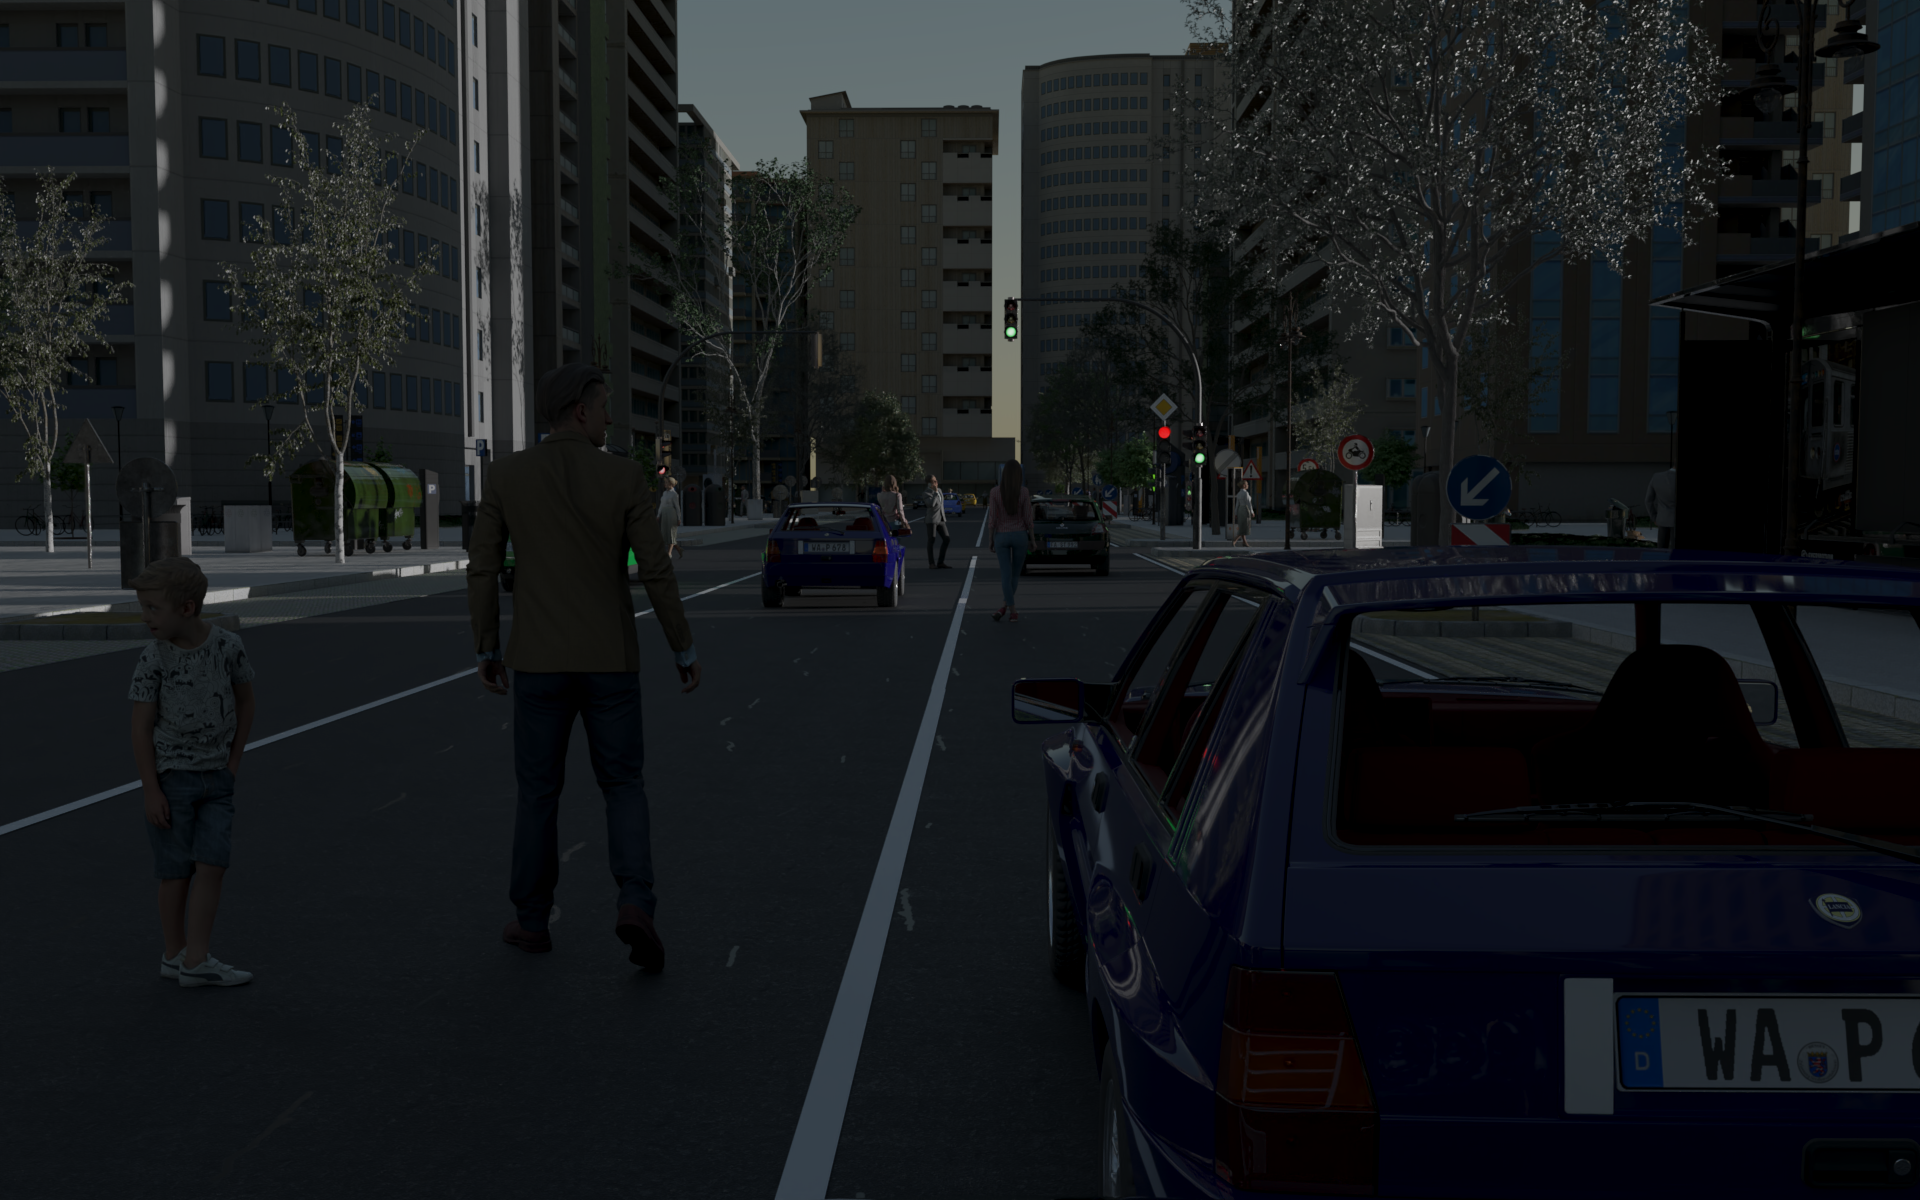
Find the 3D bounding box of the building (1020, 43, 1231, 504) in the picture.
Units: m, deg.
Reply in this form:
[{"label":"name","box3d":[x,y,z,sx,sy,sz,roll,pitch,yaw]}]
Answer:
[{"label":"building","box3d":[22.309,-42.084,230.064,28.212,58.520,21.231,0,4,1]}]

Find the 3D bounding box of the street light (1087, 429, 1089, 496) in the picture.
[{"label":"street light","box3d":[9.058,-9.150,122.395,0.468,5.910,1.993,0,4,1]}]

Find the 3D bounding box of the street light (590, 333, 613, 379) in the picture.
[{"label":"street light","box3d":[-10.371,-4.720,49.963,0.468,5.910,1.993,0,4,1]}]

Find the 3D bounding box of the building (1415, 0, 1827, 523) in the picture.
[{"label":"building","box3d":[30.551,-26.420,82.071,14.600,45.320,14.200,0,4,1]}]

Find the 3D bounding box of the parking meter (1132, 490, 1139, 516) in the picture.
[{"label":"parking meter","box3d":[10.377,-5.744,102.323,0.372,1.533,0.369,0,3,0]}]

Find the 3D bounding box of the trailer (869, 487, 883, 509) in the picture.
[{"label":"trailer","box3d":[-6.831,-8.129,139.954,1.471,1.999,3.904,0,4,2]}]

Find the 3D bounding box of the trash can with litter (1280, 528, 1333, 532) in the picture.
[{"label":"trash can with litter","box3d":[11.914,-2.935,59.053,1.678,1.210,2.233,0,4,-2]}]

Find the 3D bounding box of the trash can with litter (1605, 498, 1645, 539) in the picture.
[{"label":"trash can with litter","box3d":[18.252,-2.208,47.491,0.624,1.170,1.055,-3,5,-41]}]

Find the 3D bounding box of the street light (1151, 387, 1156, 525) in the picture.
[{"label":"street light","box3d":[8.128,-6.100,72.517,0.468,5.910,1.993,0,4,1]}]

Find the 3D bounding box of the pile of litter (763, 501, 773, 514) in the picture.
[{"label":"pile of litter","box3d":[-12.564,-6.157,114.633,1.719,0.858,1.176,2,4,31]}]

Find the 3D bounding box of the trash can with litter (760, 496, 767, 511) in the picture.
[{"label":"trash can with litter","box3d":[-13.669,-6.609,119.442,0.624,1.170,1.055,0,4,8]}]

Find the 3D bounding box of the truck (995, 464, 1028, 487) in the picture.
[{"label":"truck","box3d":[4.471,-9.804,150.055,2.967,4.110,18.799,0,4,2]}]

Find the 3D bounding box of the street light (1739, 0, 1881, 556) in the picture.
[{"label":"street light","box3d":[7.078,-2.558,14.610,0.468,5.910,1.993,0,4,1]}]

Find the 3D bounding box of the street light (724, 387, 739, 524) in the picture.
[{"label":"street light","box3d":[-9.887,-6.259,75.116,0.468,5.910,1.993,0,4,1]}]

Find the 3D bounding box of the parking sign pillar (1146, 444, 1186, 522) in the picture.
[{"label":"parking sign pillar","box3d":[9.523,-5.503,78.442,1.447,3.967,1.447,2,4,34]}]

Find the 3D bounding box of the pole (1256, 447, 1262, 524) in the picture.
[{"label":"pole","box3d":[12.881,-4.941,74.621,0.158,3.312,0.155,0,3,0]}]

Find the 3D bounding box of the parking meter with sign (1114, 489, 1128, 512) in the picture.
[{"label":"parking meter with sign","box3d":[11.001,-7.692,122.023,1.738,3.016,0.543,1,4,18]}]

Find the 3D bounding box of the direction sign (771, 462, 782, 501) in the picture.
[{"label":"direction sign","box3d":[-12.870,-7.933,121.693,0.876,3.537,0.379,-3,4,-37]}]

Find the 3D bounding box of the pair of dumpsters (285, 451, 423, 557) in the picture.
[{"label":"pair of dumpsters","box3d":[-13.053,-2.138,37.446,1.574,2.255,4.437,0,4,1]}]

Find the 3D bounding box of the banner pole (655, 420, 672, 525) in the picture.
[{"label":"banner pole","box3d":[-10.140,-4.221,59.031,0.401,3.779,0.863,3,5,41]}]

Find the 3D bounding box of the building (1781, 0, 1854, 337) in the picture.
[{"label":"building","box3d":[67.183,-35.465,169.099,27.495,52.752,28.713,0,4,1]}]

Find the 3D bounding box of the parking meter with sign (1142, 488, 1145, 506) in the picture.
[{"label":"parking meter with sign","box3d":[13.245,-7.752,123.008,0.543,3.016,1.738,2,4,24]}]

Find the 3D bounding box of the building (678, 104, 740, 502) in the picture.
[{"label":"building","box3d":[-34.777,-29.226,169.725,23.993,40.220,32.217,0,4,1]}]

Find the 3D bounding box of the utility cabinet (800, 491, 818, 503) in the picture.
[{"label":"utility cabinet","box3d":[-9.510,-6.149,109.207,1.173,1.500,0.318,-3,4,-37]}]

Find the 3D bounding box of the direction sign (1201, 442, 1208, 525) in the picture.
[{"label":"direction sign","box3d":[10.189,-4.930,72.609,0.876,3.537,0.379,1,4,10]}]

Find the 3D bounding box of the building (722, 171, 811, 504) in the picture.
[{"label":"building","box3d":[-34.585,-35.349,232.577,28.867,44.769,22.147,0,4,1]}]

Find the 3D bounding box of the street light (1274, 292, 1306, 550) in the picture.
[{"label":"street light","box3d":[7.560,-4.099,39.807,0.468,5.910,1.993,0,4,1]}]

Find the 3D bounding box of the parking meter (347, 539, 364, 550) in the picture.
[{"label":"parking meter","box3d":[-13.969,-2.095,39.969,0.255,1.863,0.399,1,4,17]}]

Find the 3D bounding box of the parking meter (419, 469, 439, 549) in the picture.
[{"label":"parking meter","box3d":[-12.358,-2.119,40.351,0.255,1.863,0.399,3,5,40]}]

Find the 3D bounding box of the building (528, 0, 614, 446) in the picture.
[{"label":"building","box3d":[-29.578,-25.747,104.555,14.154,41.232,14.086,0,4,1]}]

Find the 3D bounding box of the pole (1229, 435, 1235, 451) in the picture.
[{"label":"pole","box3d":[9.414,-4.052,60.101,0.158,3.312,0.155,0,3,0]}]

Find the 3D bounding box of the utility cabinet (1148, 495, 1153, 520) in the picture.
[{"label":"utility cabinet","box3d":[9.703,-4.474,84.305,1.020,1.237,0.306,1,4,23]}]

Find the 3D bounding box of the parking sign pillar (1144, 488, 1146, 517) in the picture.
[{"label":"parking sign pillar","box3d":[11.053,-6.650,97.195,1.447,3.967,1.447,1,4,13]}]

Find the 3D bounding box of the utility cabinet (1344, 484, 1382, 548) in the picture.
[{"label":"utility cabinet","box3d":[9.317,-1.915,39.992,0.318,1.500,1.173,3,5,44]}]

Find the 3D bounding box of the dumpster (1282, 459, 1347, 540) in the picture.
[{"label":"dumpster","box3d":[9.980,-2.832,48.796,1.502,2.255,1.985,0,4,1]}]

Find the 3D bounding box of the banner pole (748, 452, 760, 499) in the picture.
[{"label":"banner pole","box3d":[-12.266,-6.895,102.744,0.863,3.779,0.401,0,4,-6]}]

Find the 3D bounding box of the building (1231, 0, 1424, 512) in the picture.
[{"label":"building","box3d":[34.072,-31.512,138.924,21.300,48.544,21.600,0,4,1]}]

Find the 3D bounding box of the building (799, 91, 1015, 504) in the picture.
[{"label":"building","box3d":[-6.350,-39.494,234.973,27.495,52.752,28.713,0,4,1]}]

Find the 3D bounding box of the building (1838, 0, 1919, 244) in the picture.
[{"label":"building","box3d":[45.031,-25.522,67.390,14.200,45.320,14.600,0,4,1]}]

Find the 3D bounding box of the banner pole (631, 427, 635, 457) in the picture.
[{"label":"banner pole","box3d":[-12.189,-4.561,64.590,0.401,3.779,0.863,-1,4,-19]}]

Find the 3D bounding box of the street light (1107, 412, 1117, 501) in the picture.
[{"label":"street light","box3d":[8.514,-7.615,97.301,0.468,5.910,1.993,0,4,1]}]

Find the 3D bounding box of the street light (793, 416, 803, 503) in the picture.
[{"label":"street light","box3d":[-9.383,-7.811,100.492,0.468,5.910,1.993,0,4,1]}]

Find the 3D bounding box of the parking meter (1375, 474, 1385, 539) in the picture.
[{"label":"parking meter","box3d":[12.134,-2.714,50.092,0.255,1.863,0.399,1,4,18]}]

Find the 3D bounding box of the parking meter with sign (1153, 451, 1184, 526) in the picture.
[{"label":"parking meter with sign","box3d":[8.456,-4.509,69.980,0.543,3.016,1.738,3,4,36]}]

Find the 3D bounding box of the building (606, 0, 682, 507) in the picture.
[{"label":"building","box3d":[-34.282,-31.234,134.378,21.300,48.544,21.600,0,4,1]}]

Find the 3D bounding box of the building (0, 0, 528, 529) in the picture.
[{"label":"building","box3d":[-32.934,-32.599,74.990,21.231,58.520,28.212,0,4,1]}]

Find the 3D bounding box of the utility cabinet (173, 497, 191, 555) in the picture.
[{"label":"utility cabinet","box3d":[-16.721,-1.583,37.039,0.306,1.237,1.020,-3,4,-36]}]

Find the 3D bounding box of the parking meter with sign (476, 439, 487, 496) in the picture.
[{"label":"parking meter with sign","box3d":[-14.573,-3.622,55.485,0.543,3.016,1.738,3,5,43]}]

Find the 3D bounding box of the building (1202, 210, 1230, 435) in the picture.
[{"label":"building","box3d":[31.668,-24.845,177.919,14.160,30.474,14.107,0,4,1]}]

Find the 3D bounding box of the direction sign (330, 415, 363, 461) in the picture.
[{"label":"direction sign","box3d":[-17.559,-3.527,49.666,0.876,3.537,0.379,-2,4,-26]}]

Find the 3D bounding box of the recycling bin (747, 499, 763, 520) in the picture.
[{"label":"recycling bin","box3d":[-10.076,-4.432,85.019,0.722,1.027,0.722,-1,4,-12]}]

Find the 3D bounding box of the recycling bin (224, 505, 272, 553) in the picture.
[{"label":"recycling bin","box3d":[-15.678,-1.565,38.149,0.722,1.027,0.722,1,4,23]}]

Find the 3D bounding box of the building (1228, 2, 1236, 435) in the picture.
[{"label":"building","box3d":[34.319,-44.101,159.298,20.563,71.187,20.611,0,4,1]}]

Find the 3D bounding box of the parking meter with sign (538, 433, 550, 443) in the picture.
[{"label":"parking meter with sign","box3d":[-11.521,-3.215,48.824,0.543,3.016,1.738,-1,4,-19]}]

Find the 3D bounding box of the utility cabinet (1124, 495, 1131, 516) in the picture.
[{"label":"utility cabinet","box3d":[9.909,-5.603,102.766,0.306,1.237,1.020,1,4,13]}]
